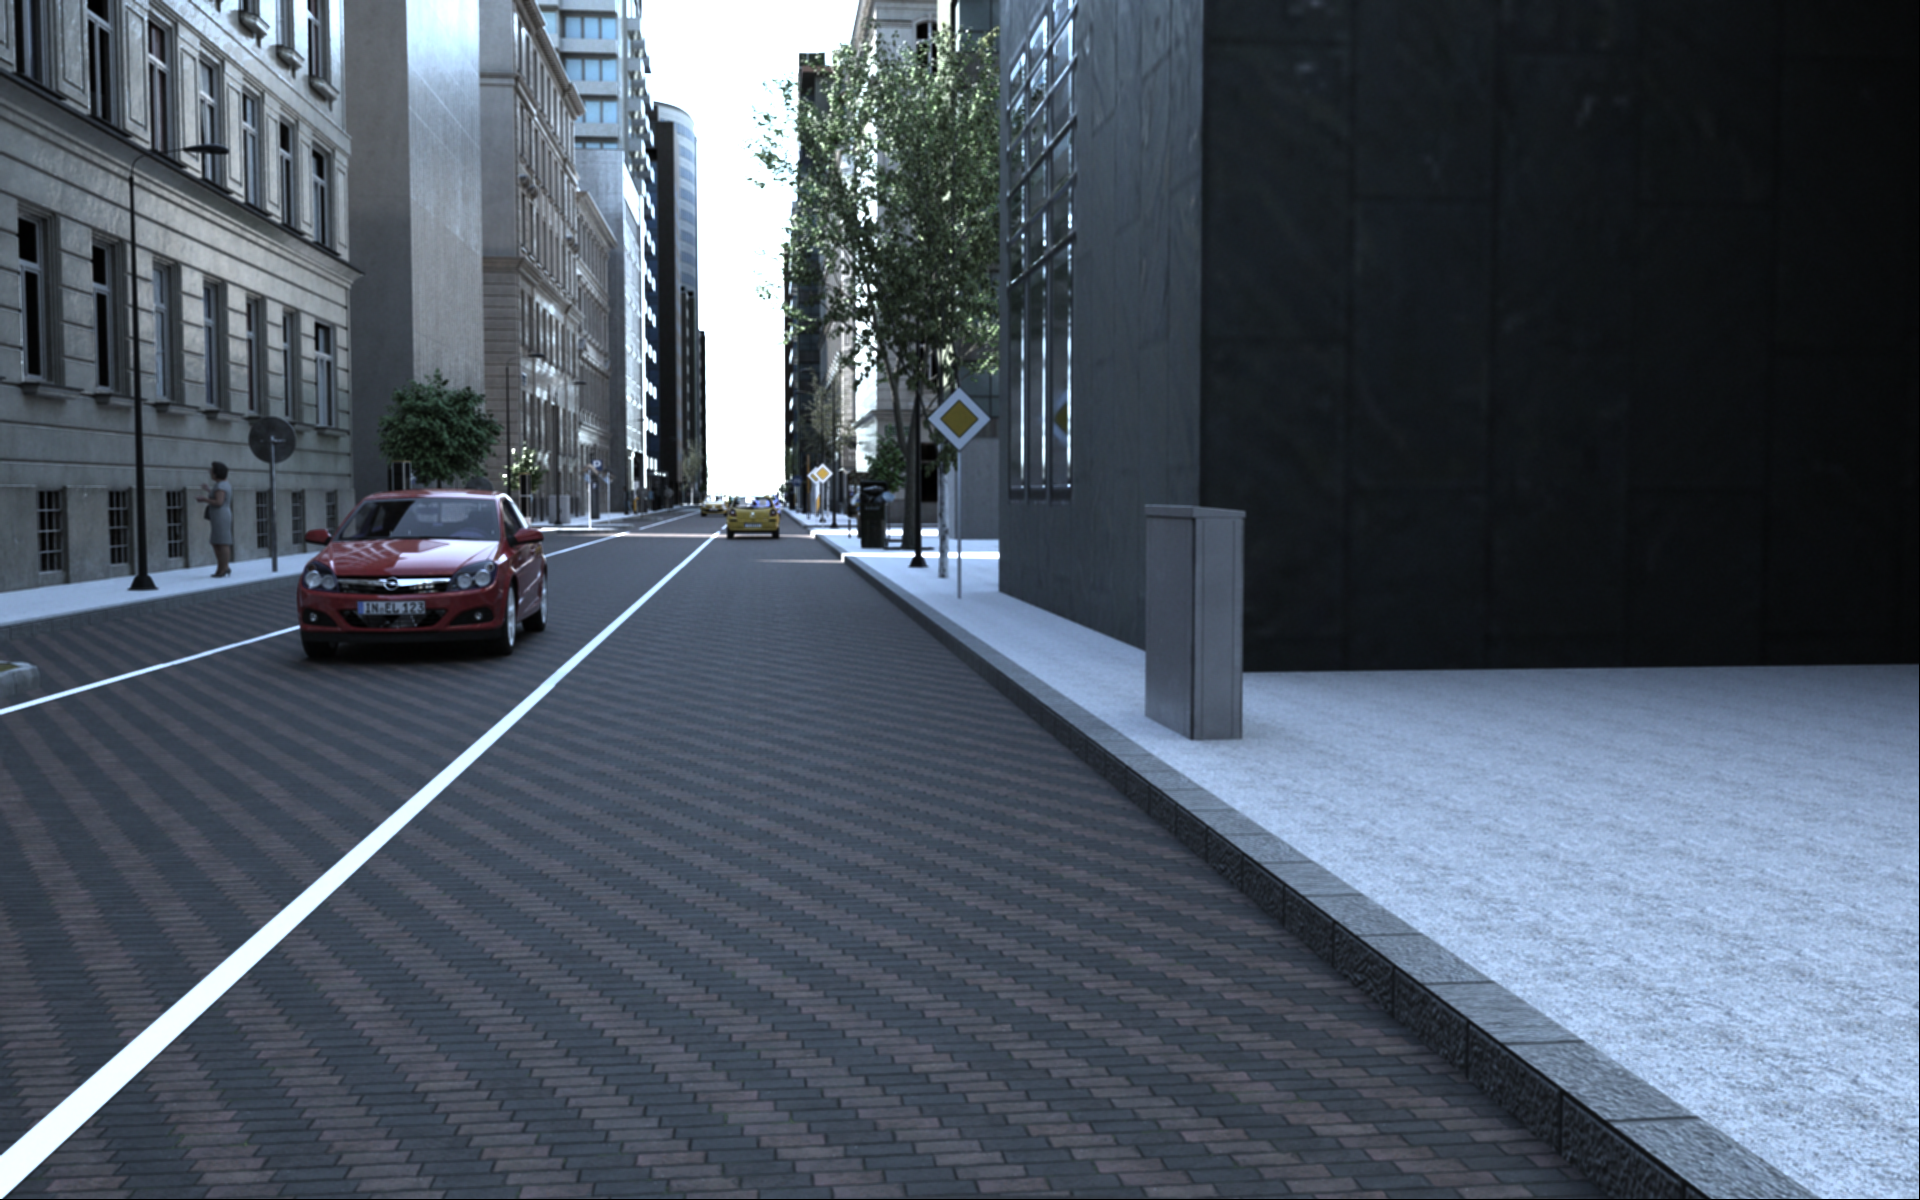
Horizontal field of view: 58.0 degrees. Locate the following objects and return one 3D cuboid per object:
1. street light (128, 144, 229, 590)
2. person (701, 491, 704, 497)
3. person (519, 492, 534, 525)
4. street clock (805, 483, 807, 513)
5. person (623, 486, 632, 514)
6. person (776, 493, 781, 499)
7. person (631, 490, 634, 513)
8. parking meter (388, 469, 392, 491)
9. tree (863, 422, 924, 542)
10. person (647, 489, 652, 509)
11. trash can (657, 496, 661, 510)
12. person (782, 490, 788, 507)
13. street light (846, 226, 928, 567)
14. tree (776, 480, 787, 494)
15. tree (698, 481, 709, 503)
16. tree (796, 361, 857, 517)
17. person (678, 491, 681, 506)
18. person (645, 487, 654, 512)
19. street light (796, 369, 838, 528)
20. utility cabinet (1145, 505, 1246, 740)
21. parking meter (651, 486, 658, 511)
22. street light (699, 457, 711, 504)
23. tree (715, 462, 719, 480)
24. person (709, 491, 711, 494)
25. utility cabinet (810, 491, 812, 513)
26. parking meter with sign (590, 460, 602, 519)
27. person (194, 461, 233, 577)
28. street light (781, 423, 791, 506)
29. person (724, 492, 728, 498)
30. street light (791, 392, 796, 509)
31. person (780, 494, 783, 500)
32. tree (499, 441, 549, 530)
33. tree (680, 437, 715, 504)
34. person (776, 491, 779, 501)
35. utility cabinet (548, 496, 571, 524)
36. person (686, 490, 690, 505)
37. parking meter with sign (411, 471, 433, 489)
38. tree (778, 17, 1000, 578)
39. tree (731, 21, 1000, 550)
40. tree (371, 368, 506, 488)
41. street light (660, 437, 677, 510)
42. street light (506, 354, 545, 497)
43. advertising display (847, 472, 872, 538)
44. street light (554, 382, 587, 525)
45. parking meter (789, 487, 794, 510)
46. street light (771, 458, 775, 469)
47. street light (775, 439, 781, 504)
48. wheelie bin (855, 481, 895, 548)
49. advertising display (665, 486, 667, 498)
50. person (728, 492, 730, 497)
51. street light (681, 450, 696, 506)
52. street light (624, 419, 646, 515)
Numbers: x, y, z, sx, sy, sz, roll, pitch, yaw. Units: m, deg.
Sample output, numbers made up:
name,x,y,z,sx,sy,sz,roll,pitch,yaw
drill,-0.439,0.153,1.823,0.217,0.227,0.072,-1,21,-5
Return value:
name,x,y,z,sx,sy,sz,roll,pitch,yaw
street light,-10.407,-3.091,23.083,1.470,5.913,1.316,0,4,-7
person,-36.755,-14.768,248.026,0.721,1.766,1.217,1,4,11
person,-17.695,-3.954,70.710,0.660,1.820,0.620,1,4,21
street clock,-10.464,-6.879,117.040,0.358,2.002,0.471,1,4,9
person,-21.584,-6.470,112.168,0.623,1.781,0.721,2,4,33
person,-29.179,-16.629,278.480,0.990,1.755,0.434,-1,4,-13
person,-22.444,-7.002,119.893,0.474,1.900,0.648,0,4,5
parking meter,-13.102,-2.122,40.412,0.255,1.863,0.399,3,5,43
tree,-1.784,-3.183,46.641,1.663,3.219,1.824,0,3,0
person,-25.958,-8.464,144.771,0.599,1.781,0.374,2,4,23
trash can,-24.004,-7.682,137.249,0.748,1.137,0.748,0,3,0
person,-17.960,-10.433,177.559,0.436,1.711,0.756,-2,4,-34
street light,-1.271,-3.527,30.202,1.470,5.913,1.316,0,4,-7
tree,-24.277,-14.867,237.670,1.663,3.219,1.824,0,3,0
tree,-37.480,-15.842,253.610,1.663,3.219,1.824,0,3,0
tree,-7.296,-8.893,95.767,4.360,8.622,3.978,0,3,0
person,-31.391,-11.406,194.005,0.415,1.643,0.593,-3,4,-38
person,-22.366,-7.235,124.676,0.601,1.785,0.444,1,4,11
street light,-5.248,-5.633,64.644,1.470,5.913,1.316,0,4,-7
utility cabinet,1.281,0.101,9.508,0.306,1.237,1.020,0,4,-8
parking meter,-23.069,-7.651,130.800,0.399,1.863,0.255,2,4,26
street light,-34.267,-15.807,230.986,1.470,5.913,1.316,0,4,-7
tree,-44.500,-21.678,304.793,4.360,8.622,3.978,0,3,0
person,-40.796,-16.961,283.298,0.705,1.831,1.348,1,4,19
utility cabinet,-9.920,-6.515,115.197,0.318,1.500,1.173,0,4,-4
parking meter with sign,-18.757,-5.672,88.998,0.543,3.016,1.738,-1,4,-19
person,-11.506,-1.244,26.736,0.532,1.782,0.716,-1,4,-17
street light,-10.728,-8.587,112.933,1.470,5.913,1.316,0,4,-7
person,-38.268,-16.753,282.423,0.705,1.823,1.348,3,5,42
street light,-6.771,-6.471,78.340,1.470,5.913,1.316,0,4,-7
person,-25.676,-14.912,250.541,0.721,1.739,1.217,-2,4,-34
tree,-15.729,-4.173,62.832,1.663,3.219,1.824,0,3,0
tree,-34.414,-16.590,221.601,4.360,8.622,3.978,0,3,0
person,-27.393,-15.500,260.132,0.551,1.740,0.621,3,4,39
utility cabinet,-17.149,-3.850,74.106,1.020,1.237,0.306,2,4,30
person,-31.074,-11.672,197.589,0.721,1.736,1.217,0,4,3
parking meter with sign,-14.860,-3.136,47.541,0.543,3.016,1.738,1,4,22
tree,-0.467,-4.642,26.255,4.737,8.622,4.395,0,3,0
tree,-1.230,-6.956,39.493,9.928,11.665,9.643,0,3,0
tree,-13.534,-3.746,44.955,4.285,4.588,4.351,0,3,0
street light,-24.803,-10.718,147.787,1.470,5.913,1.316,0,4,-7
street light,-14.413,-5.190,57.398,1.470,5.913,1.316,0,4,-7
advertising display,-2.815,-2.774,50.567,0.974,1.923,0.123,-1,4,-19
street light,-16.086,-6.054,71.528,1.470,5.913,1.316,0,4,-7
parking meter,-13.827,-8.331,141.915,0.399,1.863,0.255,-1,4,-23
street light,-19.526,-13.199,188.350,1.470,5.913,1.316,0,4,-7
street light,-15.402,-11.069,153.511,1.470,5.913,1.316,0,4,-7
wheelie bin,-2.026,-2.038,41.229,0.980,1.594,0.693,0,4,3
advertising display,-24.545,-8.529,144.668,0.123,1.923,0.974,0,4,-4
person,-37.889,-16.814,284.109,0.721,1.736,1.217,2,4,32
street light,-28.721,-12.823,182.199,1.470,5.913,1.316,0,4,-7
street light,-20.090,-8.233,107.151,1.470,5.913,1.316,0,4,-7
